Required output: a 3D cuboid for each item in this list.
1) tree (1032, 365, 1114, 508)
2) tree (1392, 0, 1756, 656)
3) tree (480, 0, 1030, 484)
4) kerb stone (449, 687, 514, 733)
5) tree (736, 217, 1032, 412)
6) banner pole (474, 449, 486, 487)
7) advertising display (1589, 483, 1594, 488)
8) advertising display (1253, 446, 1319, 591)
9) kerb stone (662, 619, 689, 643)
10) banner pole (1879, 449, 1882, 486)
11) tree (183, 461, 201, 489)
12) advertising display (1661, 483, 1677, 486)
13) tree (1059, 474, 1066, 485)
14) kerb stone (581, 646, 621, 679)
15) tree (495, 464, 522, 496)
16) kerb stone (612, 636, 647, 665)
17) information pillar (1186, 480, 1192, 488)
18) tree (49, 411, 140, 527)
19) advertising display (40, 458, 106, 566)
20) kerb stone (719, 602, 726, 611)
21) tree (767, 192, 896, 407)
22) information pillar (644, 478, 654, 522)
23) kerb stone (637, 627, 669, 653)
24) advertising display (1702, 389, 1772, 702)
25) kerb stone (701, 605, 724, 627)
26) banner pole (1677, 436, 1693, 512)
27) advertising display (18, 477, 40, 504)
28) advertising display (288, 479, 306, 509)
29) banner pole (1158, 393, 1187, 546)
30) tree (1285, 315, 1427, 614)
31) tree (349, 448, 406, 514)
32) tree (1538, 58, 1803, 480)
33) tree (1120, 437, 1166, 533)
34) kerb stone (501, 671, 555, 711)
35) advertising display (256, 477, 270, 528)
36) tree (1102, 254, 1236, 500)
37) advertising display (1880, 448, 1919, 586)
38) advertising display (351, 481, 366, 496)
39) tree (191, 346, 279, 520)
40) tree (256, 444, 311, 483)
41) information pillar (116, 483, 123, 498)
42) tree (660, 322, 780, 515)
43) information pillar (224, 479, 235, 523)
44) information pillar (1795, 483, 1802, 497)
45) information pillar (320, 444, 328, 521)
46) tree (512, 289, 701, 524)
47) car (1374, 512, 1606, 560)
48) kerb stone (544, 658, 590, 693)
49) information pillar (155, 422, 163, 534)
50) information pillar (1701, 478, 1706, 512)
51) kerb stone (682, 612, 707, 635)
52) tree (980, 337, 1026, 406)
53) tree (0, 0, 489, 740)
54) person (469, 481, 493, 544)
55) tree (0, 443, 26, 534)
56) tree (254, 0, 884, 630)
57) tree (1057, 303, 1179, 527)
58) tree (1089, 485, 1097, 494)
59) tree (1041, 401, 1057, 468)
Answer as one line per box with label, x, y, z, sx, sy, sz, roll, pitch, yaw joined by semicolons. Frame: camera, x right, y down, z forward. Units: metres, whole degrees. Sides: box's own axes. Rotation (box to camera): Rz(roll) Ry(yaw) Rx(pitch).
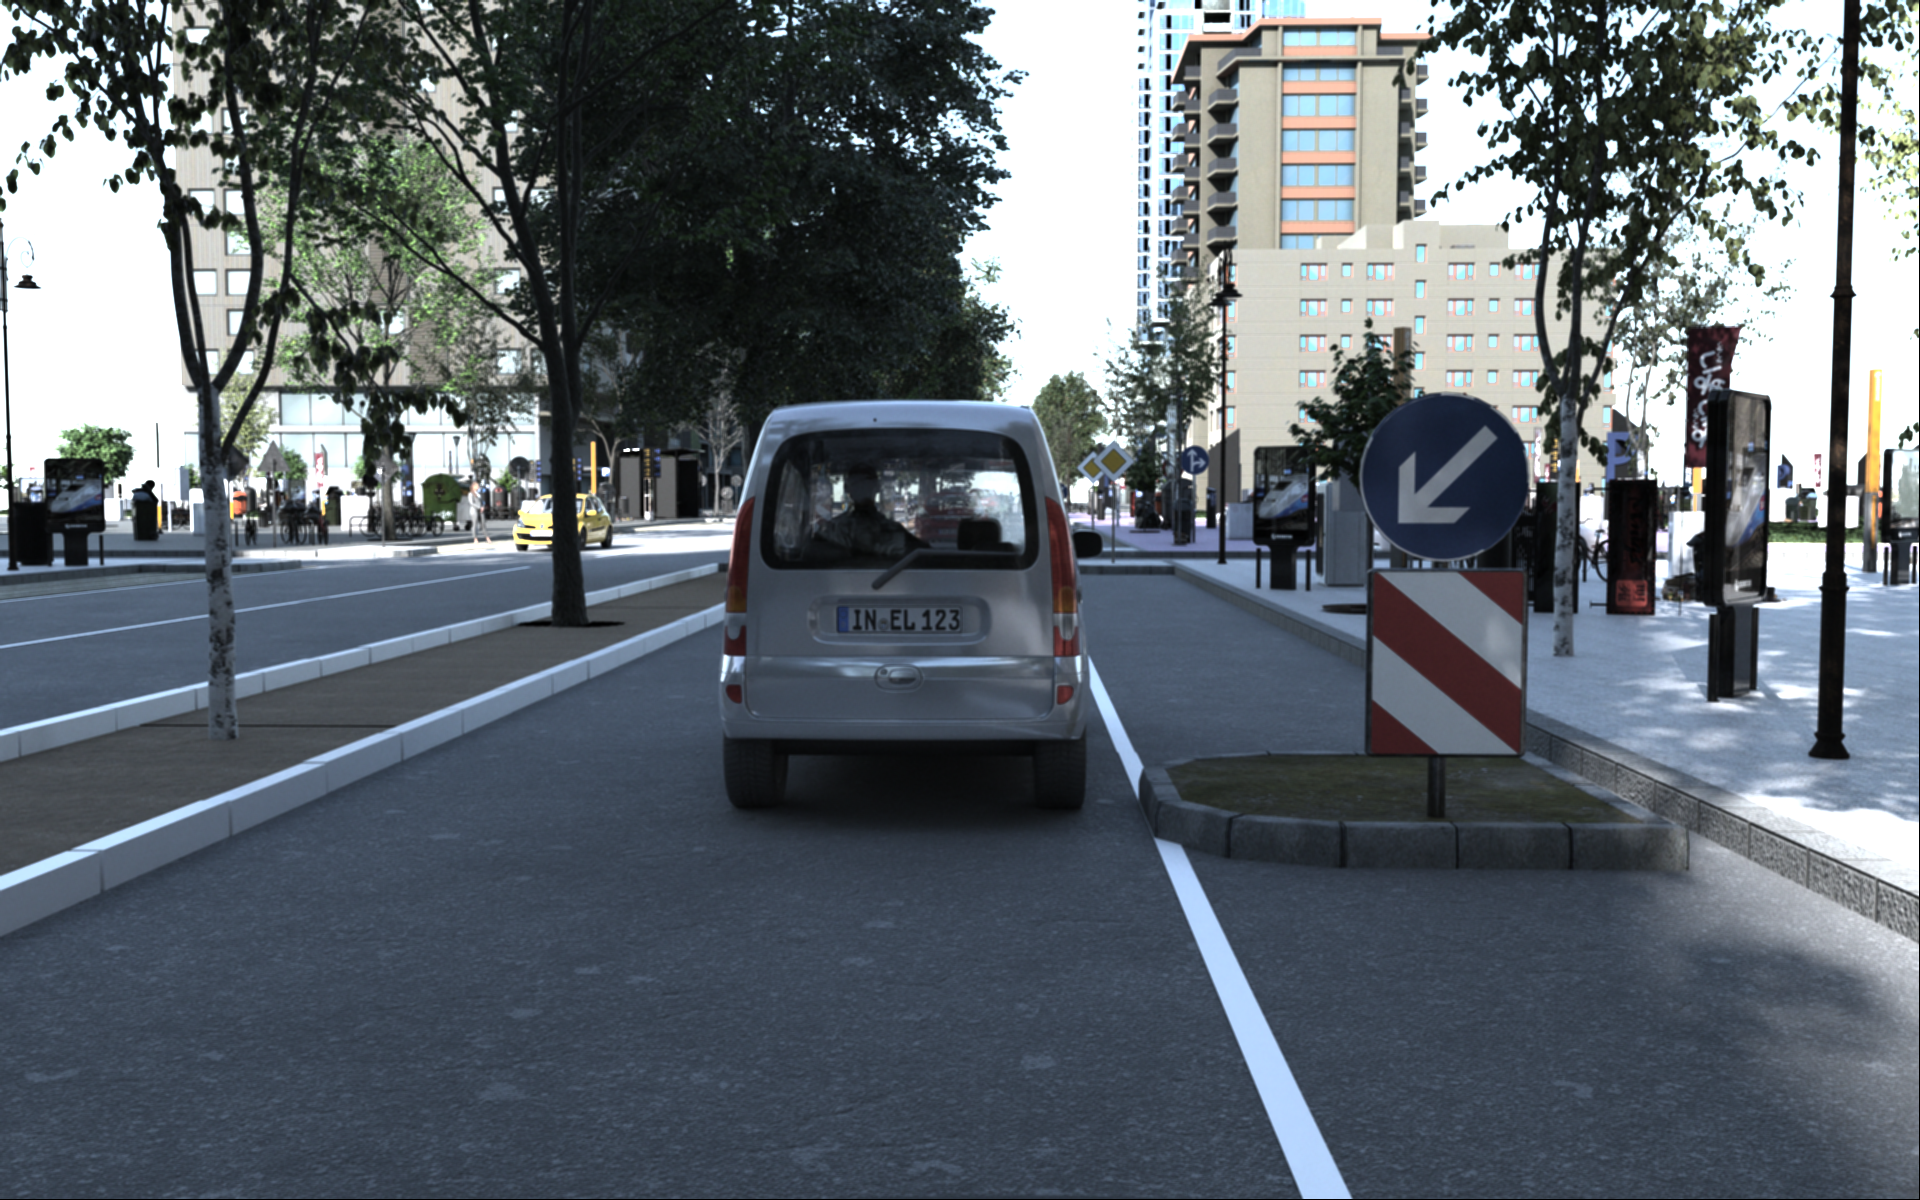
tree;9.628;-14.489;153.899;9.611;12.733;9.660;0;3;0
tree;5.027;-3.862;13.506;4.737;8.622;4.395;0;3;0
tree;-3.315;-7.295;28.389;9.857;13.997;8.962;0;3;0
kerb stone;-3.011;0.695;10.842;0.120;0.150;1.000;0;4;2
tree;-2.544;-8.533;58.982;9.611;12.733;9.660;0;3;0
banner pole;-26.513;-6.459;95.623;0.863;3.779;0.401;1;4;18
advertising display;37.211;-5.926;102.100;0.123;1.923;0.974;1;4;12
advertising display;4.346;-1.103;23.245;0.123;1.923;0.974;-3;5;-40
kerb stone;-2.834;0.324;16.987;0.120;0.150;1.000;0;4;2
banner pole;50.940;-6.480;95.961;0.401;3.779;0.863;1;4;19
tree;-43.885;-6.373;98.792;1.663;3.219;1.824;0;3;0
advertising display;42.362;-6.011;103.497;0.123;1.923;0.974;-3;4;-36
tree;12.330;-20.283;238.286;9.857;13.997;8.962;0;3;0
kerb stone;-2.914;0.509;13.913;0.120;0.150;1.000;0;4;2
tree;-28.594;-7.057;109.976;1.663;3.219;1.824;0;3;0
kerb stone;-2.888;0.446;14.935;0.120;0.150;1.000;0;4;2
information pillar;11.553;-5.099;87.853;0.304;2.012;0.304;2;4;27
tree;-34.219;-5.186;68.497;4.285;4.588;4.351;0;3;0
advertising display;-15.825;-1.575;30.964;0.974;1.923;0.123;-3;5;-40
kerb stone;-2.744;0.130;20.063;0.120;0.150;1.000;0;4;2
tree;-3.405;-5.446;41.855;4.737;8.622;4.395;0;3;0
information pillar;-14.290;-4.593;79.584;0.304;2.012;0.304;2;4;23
kerb stone;-2.859;0.382;15.957;0.120;0.150;1.000;0;4;2
advertising display;4.926;-0.353;10.981;0.123;1.923;0.974;3;5;40
kerb stone;-2.764;0.193;19.038;0.120;0.150;1.000;0;4;2
banner pole;31.399;-5.201;75.050;0.863;3.779;0.401;3;4;36
advertising display;-34.821;-3.658;65.029;0.123;1.923;0.974;3;4;36
advertising display;-29.460;-4.391;76.999;0.123;1.923;0.974;1;4;19
banner pole;5.318;-3.232;42.861;0.401;3.779;0.863;3;4;39
tree;4.352;-1.485;18.889;1.663;3.219;1.824;0;3;0
tree;-36.473;-7.614;108.209;4.285;4.588;4.351;0;3;0
tree;12.106;-4.875;30.065;4.360;8.622;3.978;0;3;0
tree;6.158;-3.875;57.961;1.663;3.219;1.824;0;3;0
kerb stone;-2.987;0.632;11.864;0.120;0.150;1.000;0;4;2
advertising display;-26.666;-3.735;66.282;0.123;1.923;0.974;-3;5;-44
tree;6.690;-6.320;53.694;4.737;8.622;4.395;0;3;0
advertising display;13.333;-1.181;24.517;0.974;1.923;0.123;-3;4;-37
advertising display;-29.992;-4.967;86.417;0.974;1.923;0.123;2;4;34
tree;-35.644;-8.280;85.743;4.737;8.622;4.395;0;3;0
tree;-44.152;-7.912;113.082;4.285;4.588;4.351;0;3;0
information pillar;-55.545;-6.727;114.475;0.304;2.012;0.304;-3;5;-44
tree;-14.774;-11.948;105.722;12.009;13.543;11.850;0;3;0
information pillar;-32.477;-5.227;76.813;0.504;3.616;0.183;0;4;7
information pillar;53.747;-6.515;111.010;0.304;2.012;0.304;0;4;-2
information pillar;-29.471;-5.440;80.298;0.504;3.616;0.183;3;5;44
tree;-15.047;-8.528;73.846;8.767;10.594;7.601;0;4;-7
car;10.771;-1.422;35.615;4.827;1.381;2.083;0;4;2
kerb stone;-2.955;0.570;12.886;0.120;0.150;1.000;0;4;2
information pillar;-26.014;-3.968;56.227;0.183;3.616;0.504;-1;4;-22
information pillar;33.709;-4.541;78.734;0.304;2.012;0.304;0;4;-5
kerb stone;-2.802;0.256;18.016;0.120;0.150;1.000;0;4;2
tree;-1.730;-10.949;91.837;12.009;13.543;11.850;0;3;0
tree;-4.282;-3.472;9.591;4.360;8.622;3.978;0;3;0
person;-13.618;-2.472;49.192;0.573;1.790;0.520;1;4;10
tree;-30.973;-3.705;55.178;1.663;3.219;1.824;0;3;0
tree;-4.330;-5.523;18.512;9.928;11.665;9.643;0;3;0
tree;6.427;-7.174;67.653;4.360;8.622;3.978;0;3;0
tree;7.557;-6.063;93.726;1.663;3.219;1.824;0;3;0
tree;7.828;-11.175;133.080;4.360;8.622;3.978;0;3;0
